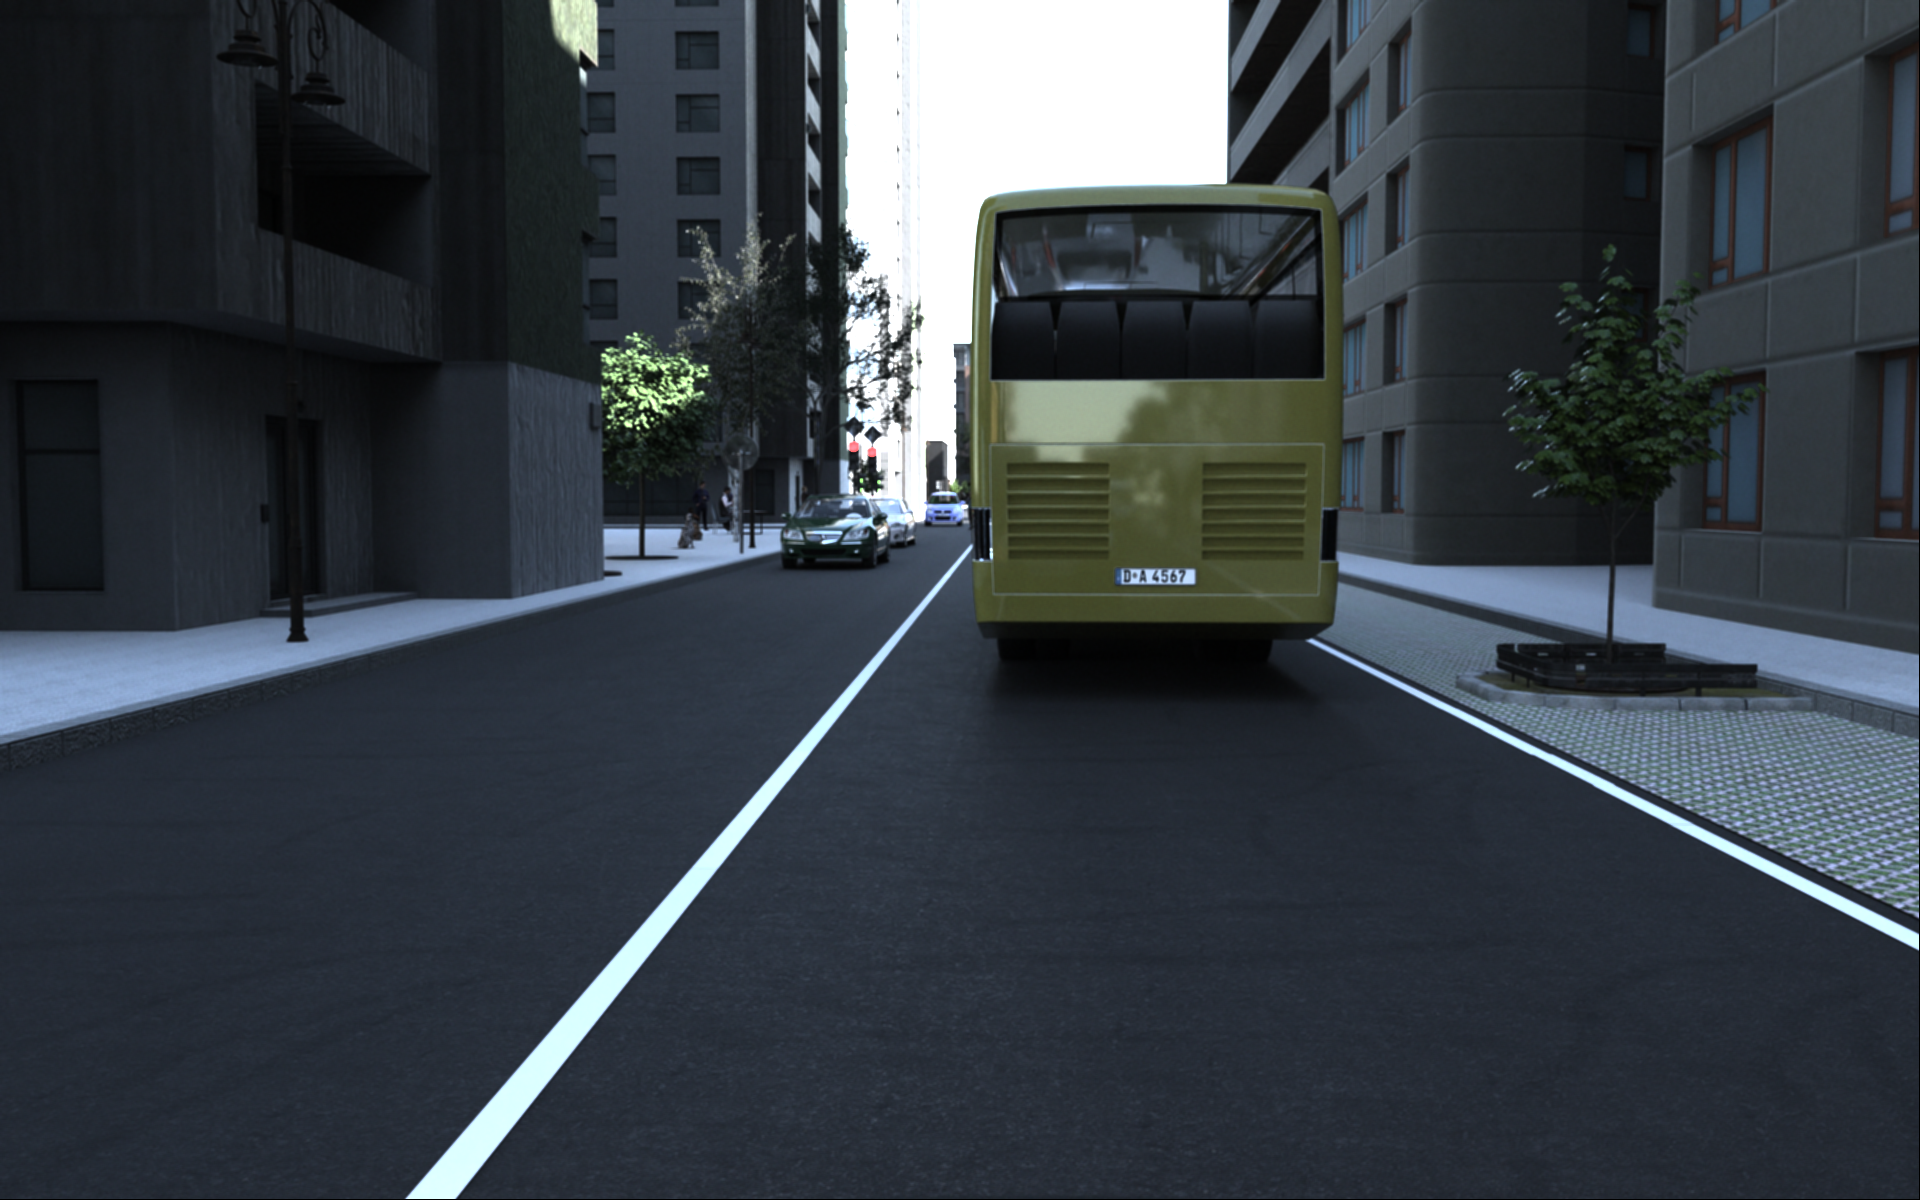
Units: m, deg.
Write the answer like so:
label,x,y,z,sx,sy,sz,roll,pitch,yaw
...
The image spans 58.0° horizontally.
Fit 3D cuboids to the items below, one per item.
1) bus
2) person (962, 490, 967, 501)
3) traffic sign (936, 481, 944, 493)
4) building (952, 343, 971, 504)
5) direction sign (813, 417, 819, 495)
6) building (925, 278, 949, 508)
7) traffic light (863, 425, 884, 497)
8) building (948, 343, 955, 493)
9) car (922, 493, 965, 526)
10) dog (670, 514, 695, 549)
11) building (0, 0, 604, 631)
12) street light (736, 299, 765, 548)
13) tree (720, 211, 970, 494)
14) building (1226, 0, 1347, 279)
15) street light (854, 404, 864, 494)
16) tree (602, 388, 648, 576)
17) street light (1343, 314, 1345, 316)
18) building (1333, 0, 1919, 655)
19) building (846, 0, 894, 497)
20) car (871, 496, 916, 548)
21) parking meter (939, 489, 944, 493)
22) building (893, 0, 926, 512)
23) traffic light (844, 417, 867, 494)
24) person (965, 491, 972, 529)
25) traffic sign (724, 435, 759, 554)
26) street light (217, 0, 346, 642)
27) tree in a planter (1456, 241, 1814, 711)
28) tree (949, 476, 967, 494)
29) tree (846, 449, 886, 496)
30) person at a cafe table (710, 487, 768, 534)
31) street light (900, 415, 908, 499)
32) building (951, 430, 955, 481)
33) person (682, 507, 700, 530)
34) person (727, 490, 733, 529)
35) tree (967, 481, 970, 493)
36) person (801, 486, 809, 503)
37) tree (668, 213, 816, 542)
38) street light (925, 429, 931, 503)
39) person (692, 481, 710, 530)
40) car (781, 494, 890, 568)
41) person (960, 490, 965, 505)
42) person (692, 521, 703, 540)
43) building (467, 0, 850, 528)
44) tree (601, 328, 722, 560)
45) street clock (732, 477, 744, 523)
label,x,y,z,sx,sy,sz,roll,pitch,yaw
bus,1.657,-1.603,17.759,2.896,3.916,12.252,0,4,3
person,0.392,-12.837,216.708,1.217,1.735,0.721,3,5,42
traffic sign,-1.527,-8.091,134.410,0.606,2.300,0.079,0,4,2
building,4.576,-24.465,243.974,32.646,21.610,27.936,0,4,2
direction sign,-4.241,-3.616,51.119,0.379,3.537,0.876,0,4,4
building,-15.588,-19.478,162.445,27.936,21.610,32.646,0,4,2
traffic light,-3.534,-4.983,70.398,0.839,4.253,0.868,0,4,2
building,-8.544,-20.768,195.975,16.016,20.091,11.380,0,4,2
car,-0.724,-4.233,78.805,1.945,1.707,3.694,0,4,1
dog,-6.550,-1.613,40.746,0.800,0.831,0.513,-2,4,-33
building,-12.557,-15.086,18.351,14.160,30.474,14.107,0,4,2
street light,-4.955,-4.180,41.139,0.468,5.910,1.993,0,4,2
tree,-4.464,-7.494,56.939,7.601,10.594,8.767,1,4,15
building,19.576,-26.002,48.838,21.300,48.544,21.600,0,4,2
street light,-4.029,-5.995,70.801,0.468,5.910,1.993,0,4,2
tree,-5.724,-1.997,27.259,1.663,3.219,1.824,0,3,0
street light,7.400,-3.812,35.108,0.468,5.910,1.993,0,4,2
building,21.837,-10.969,24.376,27.650,21.520,28.899,0,4,2
building,-15.249,-34.005,97.986,21.231,58.520,28.212,0,4,2
car,-2.262,-2.174,47.901,2.083,1.381,4.827,0,4,4
parking meter,-1.510,-8.379,142.704,0.399,1.863,0.255,1,4,19
building,-10.051,-27.524,133.618,14.154,41.232,14.086,0,4,2
traffic light,-3.787,-4.495,62.417,0.839,4.253,0.868,0,4,2
person,0.471,-3.628,70.038,0.429,1.552,0.499,-2,4,-31
traffic sign,-4.705,-2.272,37.251,0.768,2.556,0.104,0,4,7
street light,-5.770,-2.576,14.907,0.468,5.910,1.993,0,4,2
tree in a planter,4.637,-0.920,12.264,1.991,3.239,1.994,0,4,2
tree,-0.518,-11.835,188.105,1.663,3.219,1.824,0,3,0
tree,-4.056,-4.881,74.407,1.663,3.219,1.824,0,3,0
person at a cafe table,-7.155,-2.876,55.530,1.622,1.524,1.698,-1,4,-21
street light,-3.159,-7.599,97.031,0.468,5.910,1.993,0,4,2
building,-14.599,-16.833,217.358,28.070,9.664,9.099,0,4,2
person,-9.210,-2.787,59.893,0.859,0.850,0.655,-3,4,-37
person,-8.385,-3.334,62.759,0.569,1.553,0.471,-2,4,-29
tree,0.529,-13.689,218.413,1.663,3.219,1.824,0,3,0
person,-5.273,-3.138,59.624,0.388,1.546,0.482,-2,4,-26
tree,-5.951,-5.856,46.110,4.360,8.622,3.978,0,3,0
street light,-2.321,-9.213,123.423,0.468,5.910,1.993,0,4,2
person,-9.090,-3.323,61.076,0.576,1.737,0.504,-3,5,-41
car,-2.462,-1.421,35.034,2.131,1.459,4.920,0,4,3
person,0.302,-12.358,208.809,0.721,1.735,1.217,-1,4,-22
person,-7.310,-1.917,47.868,0.381,0.543,0.357,1,4,9
building,-12.652,-18.711,77.629,14.160,30.474,14.107,0,4,2
tree,-6.401,-3.094,34.306,4.285,4.588,4.351,0,3,0
street clock,-8.940,-3.990,69.801,0.471,2.002,0.358,0,4,-1
